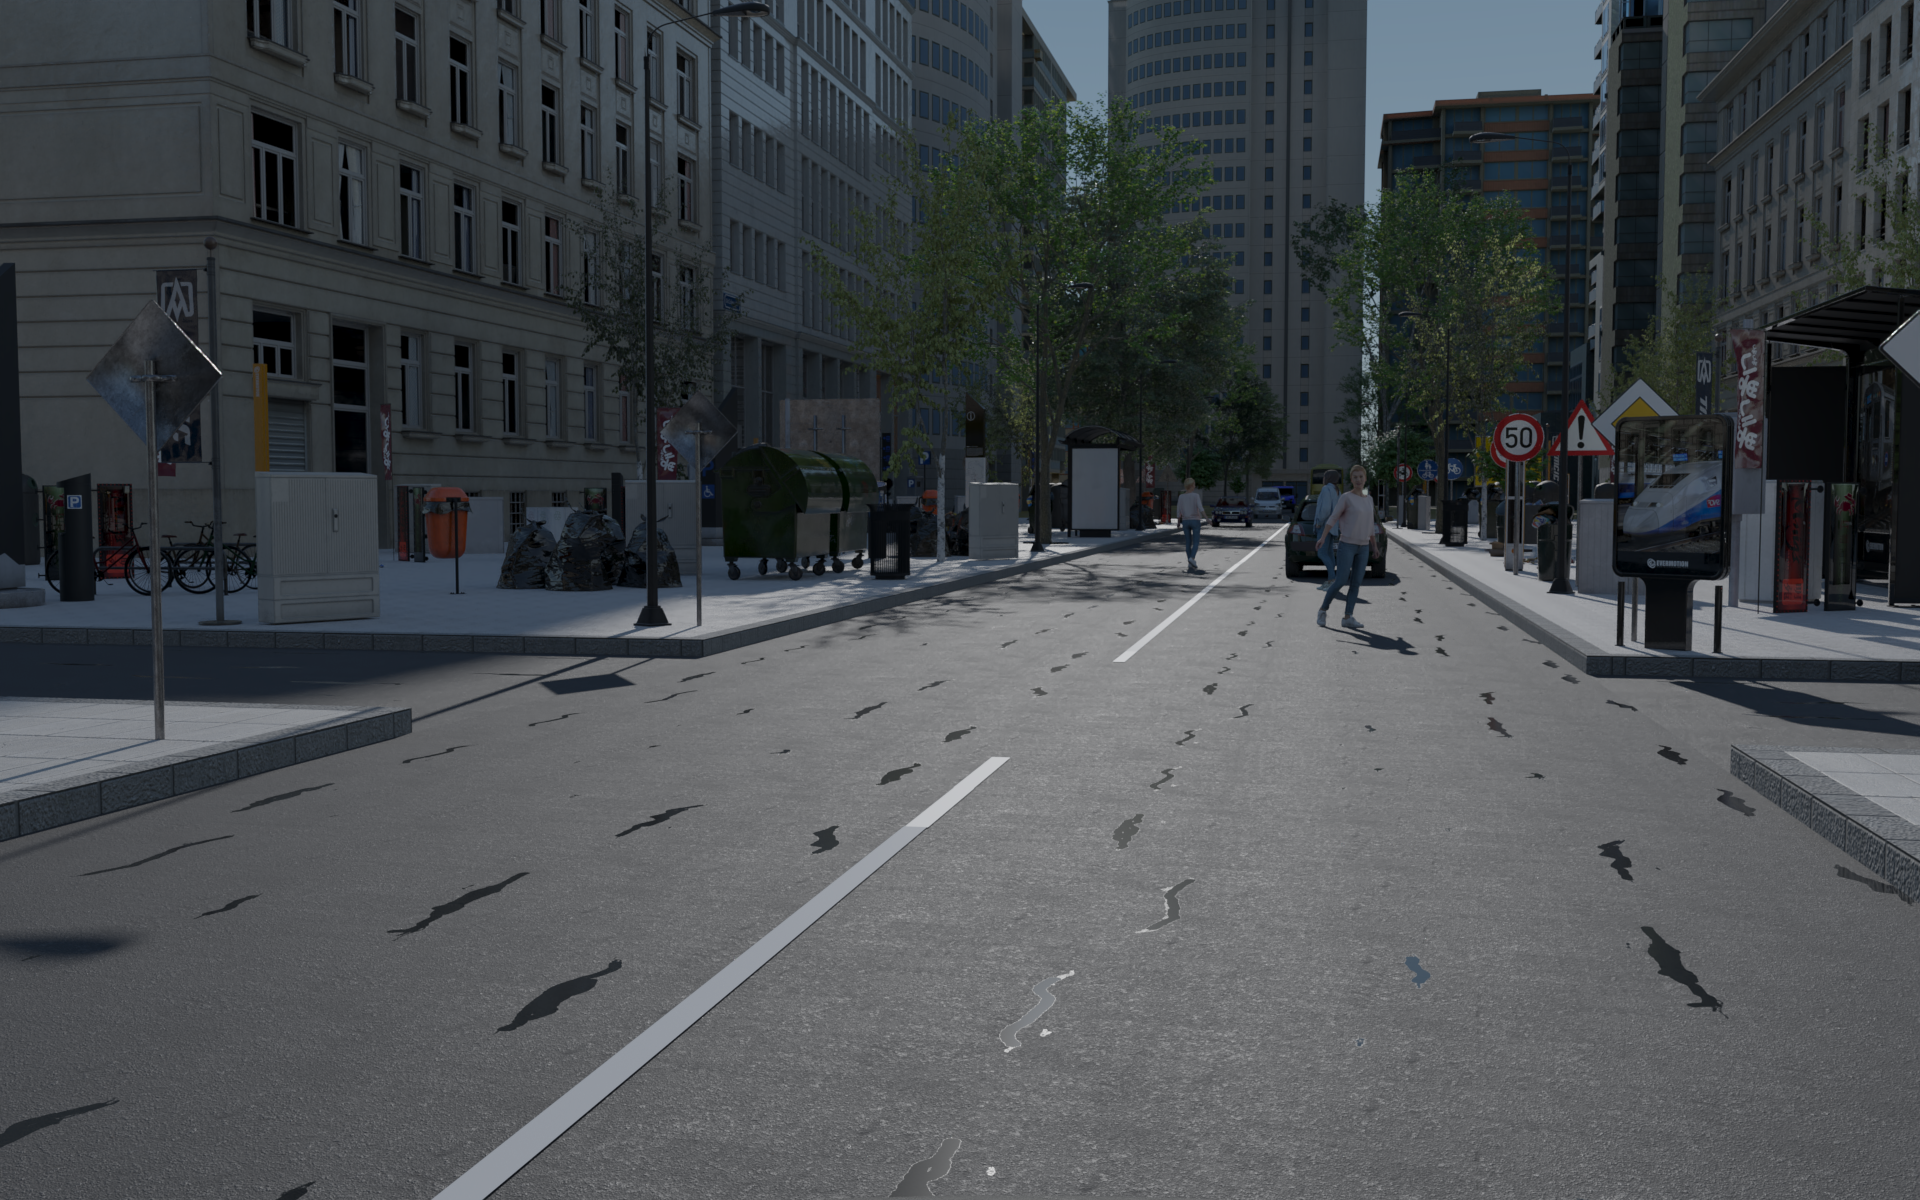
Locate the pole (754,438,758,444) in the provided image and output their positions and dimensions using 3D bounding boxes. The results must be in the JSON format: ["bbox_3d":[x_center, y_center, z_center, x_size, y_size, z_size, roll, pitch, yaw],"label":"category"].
[{"bbox_3d":[-7.423,-4.238,63.131,0.158,3.312,0.155,0,3,0],"label":"pole"}]

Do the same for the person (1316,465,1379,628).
[{"bbox_3d":[4.092,-0.581,18.672,0.731,1.740,0.598,-3,4,-38],"label":"person"}]

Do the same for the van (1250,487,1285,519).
[{"bbox_3d":[18.174,-5.827,102.275,2.013,2.044,4.112,1,4,10],"label":"van"}]

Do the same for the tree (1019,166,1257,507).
[{"bbox_3d":[6.573,-9.782,66.591,9.857,13.997,8.962,0,3,0],"label":"tree"}]

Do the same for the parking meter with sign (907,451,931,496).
[{"bbox_3d":[-1.829,-4.498,69.802,0.543,3.016,1.738,2,4,28],"label":"parking meter with sign"}]

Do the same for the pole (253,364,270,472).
[{"bbox_3d":[-10.953,-2.040,27.194,0.158,3.312,0.155,0,3,0],"label":"pole"}]

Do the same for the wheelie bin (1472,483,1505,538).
[{"bbox_3d":[15.450,-2.596,50.347,0.693,1.594,0.980,2,4,31],"label":"wheelie bin"}]

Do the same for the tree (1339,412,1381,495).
[{"bbox_3d":[35.473,-12.285,151.222,4.360,8.622,3.978,0,3,0],"label":"tree"}]

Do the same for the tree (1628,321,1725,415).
[{"bbox_3d":[30.098,-7.474,72.564,4.360,8.622,3.978,0,3,0],"label":"tree"}]

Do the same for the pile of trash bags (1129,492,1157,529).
[{"bbox_3d":[6.491,-3.357,64.647,1.912,1.369,3.447,2,4,26],"label":"pile of trash bags"}]

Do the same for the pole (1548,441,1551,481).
[{"bbox_3d":[22.439,-4.422,66.136,0.158,3.312,0.155,0,3,0],"label":"pole"}]

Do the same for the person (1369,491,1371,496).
[{"bbox_3d":[39.210,-9.573,165.950,0.436,1.711,0.756,3,5,43],"label":"person"}]

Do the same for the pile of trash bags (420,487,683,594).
[{"bbox_3d":[-5.575,-0.829,23.311,3.447,1.369,1.912,-3,5,-43],"label":"pile of trash bags"}]

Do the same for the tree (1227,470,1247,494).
[{"bbox_3d":[22.613,-8.925,140.531,1.663,3.219,1.824,0,3,0],"label":"tree"}]

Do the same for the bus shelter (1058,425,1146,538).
[{"bbox_3d":[4.435,-3.641,53.451,2.014,3.302,5.546,1,4,12],"label":"bus shelter"}]

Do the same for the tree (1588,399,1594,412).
[{"bbox_3d":[30.870,-7.834,78.442,4.737,8.622,4.395,0,3,0],"label":"tree"}]

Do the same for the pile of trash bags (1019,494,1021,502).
[{"bbox_3d":[1.351,-4.563,84.356,3.447,1.369,1.912,-1,4,-23],"label":"pile of trash bags"}]

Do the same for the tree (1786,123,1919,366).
[{"bbox_3d":[18.358,-5.073,33.300,4.737,8.622,4.395,0,3,0],"label":"tree"}]

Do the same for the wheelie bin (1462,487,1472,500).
[{"bbox_3d":[24.452,-4.574,82.692,0.980,1.594,0.693,-2,4,-31],"label":"wheelie bin"}]

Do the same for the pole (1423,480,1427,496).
[{"bbox_3d":[22.758,-5.564,84.808,0.158,3.312,0.155,0,3,0],"label":"pole"}]

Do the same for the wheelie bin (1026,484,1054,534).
[{"bbox_3d":[2.628,-2.936,55.913,0.980,1.594,0.693,-3,4,-39],"label":"wheelie bin"}]

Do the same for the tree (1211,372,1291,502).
[{"bbox_3d":[27.274,-14.887,161.526,7.486,12.596,7.792,0,3,0],"label":"tree"}]

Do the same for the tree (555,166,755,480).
[{"bbox_3d":[-7.141,-5.468,39.772,4.360,8.622,3.978,0,3,0],"label":"tree"}]

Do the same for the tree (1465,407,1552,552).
[{"bbox_3d":[12.352,-2.684,38.492,1.663,3.219,1.824,0,3,0],"label":"tree"}]

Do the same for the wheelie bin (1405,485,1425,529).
[{"bbox_3d":[16.601,-3.382,63.208,0.693,1.594,0.980,1,4,12],"label":"wheelie bin"}]

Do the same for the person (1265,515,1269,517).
[{"bbox_3d":[18.954,-5.859,107.534,0.697,1.427,0.421,0,4,7],"label":"person"}]

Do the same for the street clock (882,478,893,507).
[{"bbox_3d":[-3.243,-4.478,77.778,0.471,2.002,0.358,1,4,11],"label":"street clock"}]

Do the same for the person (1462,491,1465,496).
[{"bbox_3d":[48.523,-9.613,166.616,0.436,1.711,0.756,1,4,18],"label":"person"}]

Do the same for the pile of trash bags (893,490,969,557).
[{"bbox_3d":[-0.434,-1.661,36.908,1.912,1.369,3.447,-1,4,-10],"label":"pile of trash bags"}]

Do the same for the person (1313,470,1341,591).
[{"bbox_3d":[5.491,-1.039,25.749,0.793,1.790,0.793,0,4,-5],"label":"person"}]

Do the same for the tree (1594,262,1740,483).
[{"bbox_3d":[23.009,-6.435,55.569,4.737,8.622,4.395,0,3,0],"label":"tree"}]

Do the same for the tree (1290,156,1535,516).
[{"bbox_3d":[25.354,-14.772,97.417,12.611,20.169,13.585,0,3,0],"label":"tree"}]

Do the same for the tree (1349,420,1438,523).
[{"bbox_3d":[19.430,-5.646,76.021,4.285,4.588,4.351,0,3,0],"label":"tree"}]

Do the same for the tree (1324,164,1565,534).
[{"bbox_3d":[15.369,-7.942,55.612,9.928,11.665,9.643,0,3,0],"label":"tree"}]

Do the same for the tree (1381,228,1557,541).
[{"bbox_3d":[14.178,-5.937,47.427,4.360,8.622,3.978,0,3,0],"label":"tree"}]

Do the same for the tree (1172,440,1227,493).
[{"bbox_3d":[14.574,-7.412,104.893,4.285,4.588,4.351,0,3,0],"label":"tree"}]

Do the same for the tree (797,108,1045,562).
[{"bbox_3d":[-0.589,-5.033,32.660,4.737,8.622,4.395,0,3,0],"label":"tree"}]

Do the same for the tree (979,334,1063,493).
[{"bbox_3d":[2.923,-7.768,77.369,4.360,8.622,3.978,0,3,0],"label":"tree"}]

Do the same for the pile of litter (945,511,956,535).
[{"bbox_3d":[-0.440,-1.808,43.531,1.719,0.858,1.176,-2,4,-29],"label":"pile of litter"}]

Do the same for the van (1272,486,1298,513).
[{"bbox_3d":[24.502,-7.776,131.525,2.240,2.365,5.245,1,4,11],"label":"van"}]

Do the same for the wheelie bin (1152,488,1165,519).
[{"bbox_3d":[10.147,-4.925,88.436,0.980,1.594,0.693,3,5,44],"label":"wheelie bin"}]

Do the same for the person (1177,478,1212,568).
[{"bbox_3d":[4.527,-1.492,33.568,0.731,1.740,0.598,1,4,18],"label":"person"}]

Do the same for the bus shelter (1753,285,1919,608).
[{"bbox_3d":[11.673,-1.904,22.407,1.731,3.624,6.357,1,4,12],"label":"bus shelter"}]

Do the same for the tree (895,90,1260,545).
[{"bbox_3d":[2.353,-7.251,44.303,9.928,11.665,9.643,0,3,0],"label":"tree"}]

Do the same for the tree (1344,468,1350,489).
[{"bbox_3d":[36.538,-10.673,158.213,4.285,4.588,4.351,0,3,0],"label":"tree"}]

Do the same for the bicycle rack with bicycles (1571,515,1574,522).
[{"bbox_3d":[25.076,-3.834,76.062,2.852,0.926,2.925,-1,4,-19],"label":"bicycle rack with bicycles"}]

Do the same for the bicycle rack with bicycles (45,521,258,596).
[{"bbox_3d":[-9.923,-0.569,22.678,2.925,0.926,2.852,0,4,7],"label":"bicycle rack with bicycles"}]

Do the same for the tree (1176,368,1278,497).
[{"bbox_3d":[18.380,-11.414,121.031,8.767,10.594,7.601,2,4,35],"label":"tree"}]
